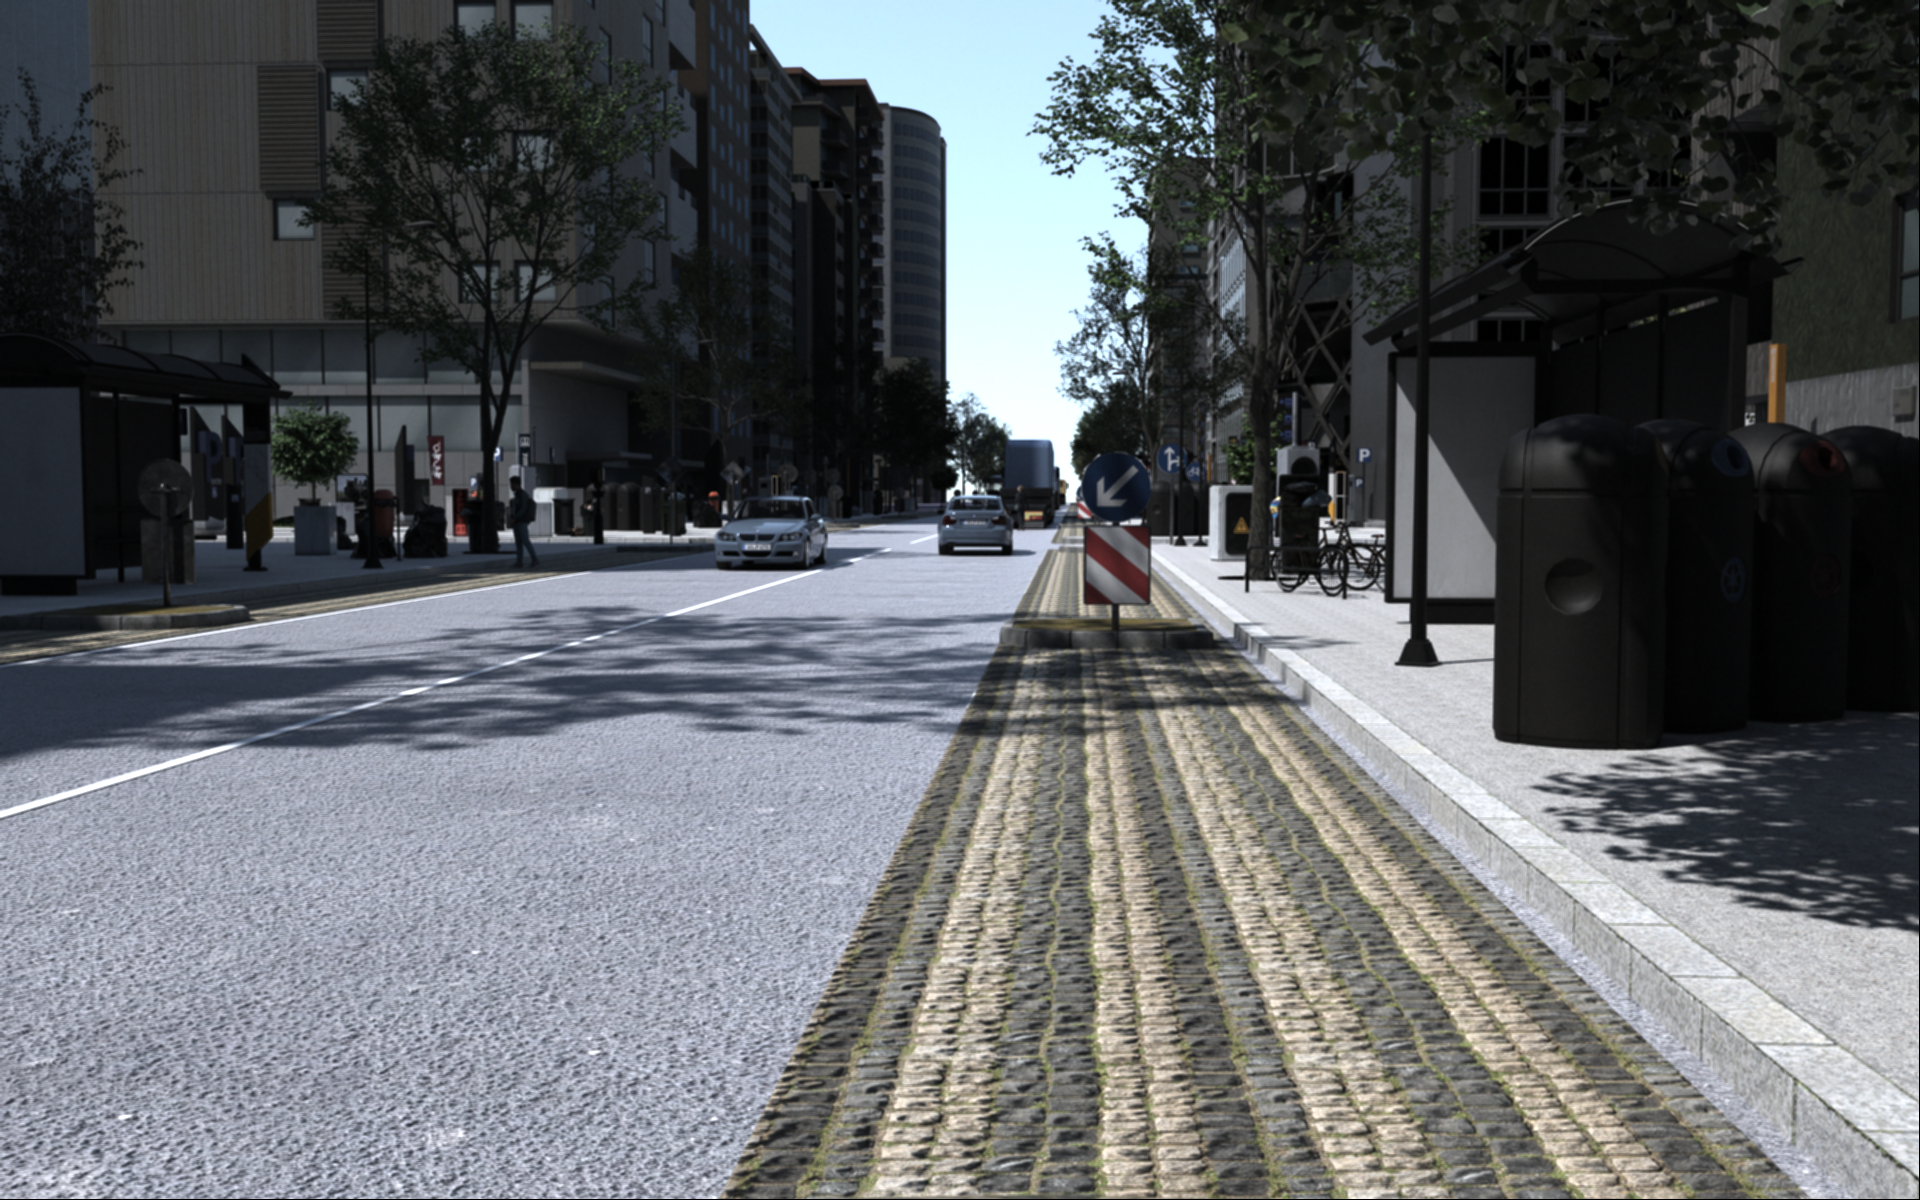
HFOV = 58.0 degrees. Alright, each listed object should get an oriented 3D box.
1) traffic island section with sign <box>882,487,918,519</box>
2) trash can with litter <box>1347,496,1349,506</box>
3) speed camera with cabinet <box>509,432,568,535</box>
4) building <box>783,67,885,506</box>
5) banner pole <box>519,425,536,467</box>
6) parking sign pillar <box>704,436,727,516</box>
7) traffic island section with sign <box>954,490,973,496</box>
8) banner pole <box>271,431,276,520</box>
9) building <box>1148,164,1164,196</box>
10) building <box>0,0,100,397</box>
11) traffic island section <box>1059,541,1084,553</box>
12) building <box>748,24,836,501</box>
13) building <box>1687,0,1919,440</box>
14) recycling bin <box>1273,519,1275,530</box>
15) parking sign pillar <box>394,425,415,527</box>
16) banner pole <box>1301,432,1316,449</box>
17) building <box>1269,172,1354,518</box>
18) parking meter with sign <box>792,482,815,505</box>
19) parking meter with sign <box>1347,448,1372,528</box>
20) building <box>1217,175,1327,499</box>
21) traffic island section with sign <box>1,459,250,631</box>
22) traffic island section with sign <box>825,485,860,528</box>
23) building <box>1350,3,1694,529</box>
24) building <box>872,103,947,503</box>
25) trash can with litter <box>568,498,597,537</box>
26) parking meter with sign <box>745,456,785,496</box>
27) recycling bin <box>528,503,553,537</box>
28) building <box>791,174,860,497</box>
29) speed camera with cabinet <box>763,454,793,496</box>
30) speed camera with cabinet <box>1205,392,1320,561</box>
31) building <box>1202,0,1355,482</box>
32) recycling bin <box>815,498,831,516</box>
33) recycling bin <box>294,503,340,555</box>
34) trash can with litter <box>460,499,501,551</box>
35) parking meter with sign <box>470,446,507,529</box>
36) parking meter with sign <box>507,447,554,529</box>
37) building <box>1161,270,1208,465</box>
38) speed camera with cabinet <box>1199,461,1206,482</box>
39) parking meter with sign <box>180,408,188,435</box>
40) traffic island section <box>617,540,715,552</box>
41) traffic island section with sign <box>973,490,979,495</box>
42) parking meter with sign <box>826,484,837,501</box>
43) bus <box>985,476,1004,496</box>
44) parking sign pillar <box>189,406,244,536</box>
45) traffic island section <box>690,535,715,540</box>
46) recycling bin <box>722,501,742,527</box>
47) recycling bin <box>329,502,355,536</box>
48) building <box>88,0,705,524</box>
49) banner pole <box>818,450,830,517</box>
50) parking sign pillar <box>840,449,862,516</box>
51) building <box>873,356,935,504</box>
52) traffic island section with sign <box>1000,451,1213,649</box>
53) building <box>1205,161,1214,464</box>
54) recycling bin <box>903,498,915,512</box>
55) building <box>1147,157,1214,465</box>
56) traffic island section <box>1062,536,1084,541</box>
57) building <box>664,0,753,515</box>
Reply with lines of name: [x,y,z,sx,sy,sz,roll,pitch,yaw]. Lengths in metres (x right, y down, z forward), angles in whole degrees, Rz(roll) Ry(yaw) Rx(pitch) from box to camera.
traffic island section with sign: [-3.503,-5.665,101.255,1.989,1.847,2.006,0,4,4]
trash can with litter: [20.019,-4.772,89.403,0.624,1.170,1.055,2,4,28]
speed camera with cabinet: [-13.501,-3.738,55.454,2.038,3.252,0.660,2,4,31]
building: [-19.641,-32.178,180.741,22.147,44.769,28.867,0,4,4]
banner pole: [-15.743,-4.482,63.294,0.863,3.779,0.401,1,4,21]
parking sign pillar: [-11.400,-5.653,80.899,1.447,3.967,1.447,-3,5,-42]
traffic island section with sign: [-0.165,-8.727,151.309,1.989,1.847,2.006,0,4,4]
banner pole: [-27.530,-4.833,69.029,0.401,3.779,0.863,2,4,27]
building: [43.383,-41.555,268.656,28.713,52.752,27.495,0,4,4]
building: [-28.369,-12.995,30.491,19.932,24.808,12.078,0,4,4]
traffic island section: [3.481,-1.277,43.152,2.009,0.180,2.903,0,4,4]
building: [-26.698,-27.405,139.960,32.217,40.220,23.993,0,4,4]
building: [19.097,-15.579,26.423,14.160,30.474,14.107,0,4,4]
recycling bin: [11.193,-2.954,60.856,0.722,1.027,0.722,-1,4,-18]
parking sign pillar: [-21.963,-4.894,68.484,1.447,3.967,1.447,-2,4,-32]
banner pole: [13.886,-4.866,69.583,0.863,3.779,0.401,1,4,16]
building: [25.885,-14.093,97.875,16.820,18.784,16.811,0,4,4]
parking meter with sign: [-10.115,-7.055,111.603,1.738,3.016,0.543,2,4,26]
parking meter with sign: [15.240,-4.294,66.474,0.543,3.016,1.738,0,4,-4]
building: [22.803,-16.328,116.117,9.793,20.994,18.267,0,4,4]
traffic island section with sign: [-8.995,-0.635,19.004,1.989,1.847,2.006,0,4,4]
traffic island section with sign: [-5.329,-3.998,73.998,1.989,1.847,2.006,0,4,4]
building: [27.622,-16.524,63.674,24.014,27.812,14.314,0,4,4]
building: [-13.531,-44.000,261.400,21.231,58.520,28.212,0,4,4]
trash can with litter: [-11.304,-2.481,51.952,1.055,1.170,0.624,2,4,25]
parking meter with sign: [-8.907,-5.082,79.359,1.738,3.016,0.543,0,4,-3]
recycling bin: [-12.535,-2.392,51.669,0.722,1.027,0.722,-1,4,-12]
building: [-17.064,-23.698,159.164,14.160,30.474,14.107,0,4,4]
speed camera with cabinet: [-8.932,-5.546,85.019,0.660,3.252,2.038,-3,4,-36]
speed camera with cabinet: [5.862,-2.385,33.333,2.038,3.252,0.660,-1,4,-12]
building: [31.768,-43.912,156.213,20.563,71.187,20.611,0,4,4]
recycling bin: [-7.883,-5.331,99.718,0.722,1.027,0.722,-2,4,-28]
recycling bin: [-13.609,-1.470,36.585,0.722,1.027,0.722,0,4,-7]
trash can with litter: [-10.746,-1.682,38.885,0.624,1.170,1.055,0,4,6]
parking meter with sign: [-17.420,-4.073,62.859,0.543,3.016,1.738,2,4,32]
parking meter with sign: [-15.939,-4.151,64.135,1.738,3.016,0.543,0,4,-7]
building: [33.356,-27.861,227.232,14.160,30.474,14.107,0,4,4]
speed camera with cabinet: [15.517,-6.781,105.209,2.038,3.252,0.660,0,4,-8]
parking meter with sign: [-16.305,-2.341,34.530,0.543,3.016,1.738,2,4,28]
traffic island section: [-7.336,-1.321,43.876,2.009,0.180,2.903,0,4,4]
traffic island section with sign: [1.649,-10.395,178.579,1.989,1.847,2.006,0,4,4]
parking meter with sign: [-9.166,-7.972,126.603,0.543,3.016,1.738,3,4,38]
bus: [4.010,-10.506,166.630,2.948,3.499,13.247,0,4,3]
parking sign pillar: [-23.419,-4.002,53.901,1.447,3.967,1.447,0,4,2]
traffic island section: [-6.804,-1.808,51.844,2.009,0.180,2.903,0,4,4]
recycling bin: [-8.355,-3.171,64.407,0.722,1.027,0.722,2,4,25]
recycling bin: [-18.882,-2.468,52.906,0.722,1.027,0.722,-1,4,-20]
building: [-28.655,-30.363,85.670,28.713,52.752,27.495,0,4,4]
banner pole: [-7.973,-6.782,100.906,0.863,3.779,0.401,0,4,3]
parking sign pillar: [-6.515,-6.950,102.102,1.447,3.967,1.447,3,5,43]
building: [-18.285,-23.807,234.280,27.650,21.520,28.899,0,4,4]
traffic island section with sign: [1.402,-0.506,16.902,1.989,1.847,2.006,0,4,4]
building: [38.544,-29.851,179.943,32.217,40.220,23.993,0,4,4]
recycling bin: [-3.699,-6.860,124.711,0.722,1.027,0.722,1,4,22]
building: [37.636,-37.976,244.611,21.300,48.544,21.600,0,4,4]
traffic island section: [4.013,-1.764,51.119,2.009,0.180,2.903,0,4,4]
building: [-21.947,-28.391,114.308,14.600,45.320,14.200,0,4,4]
